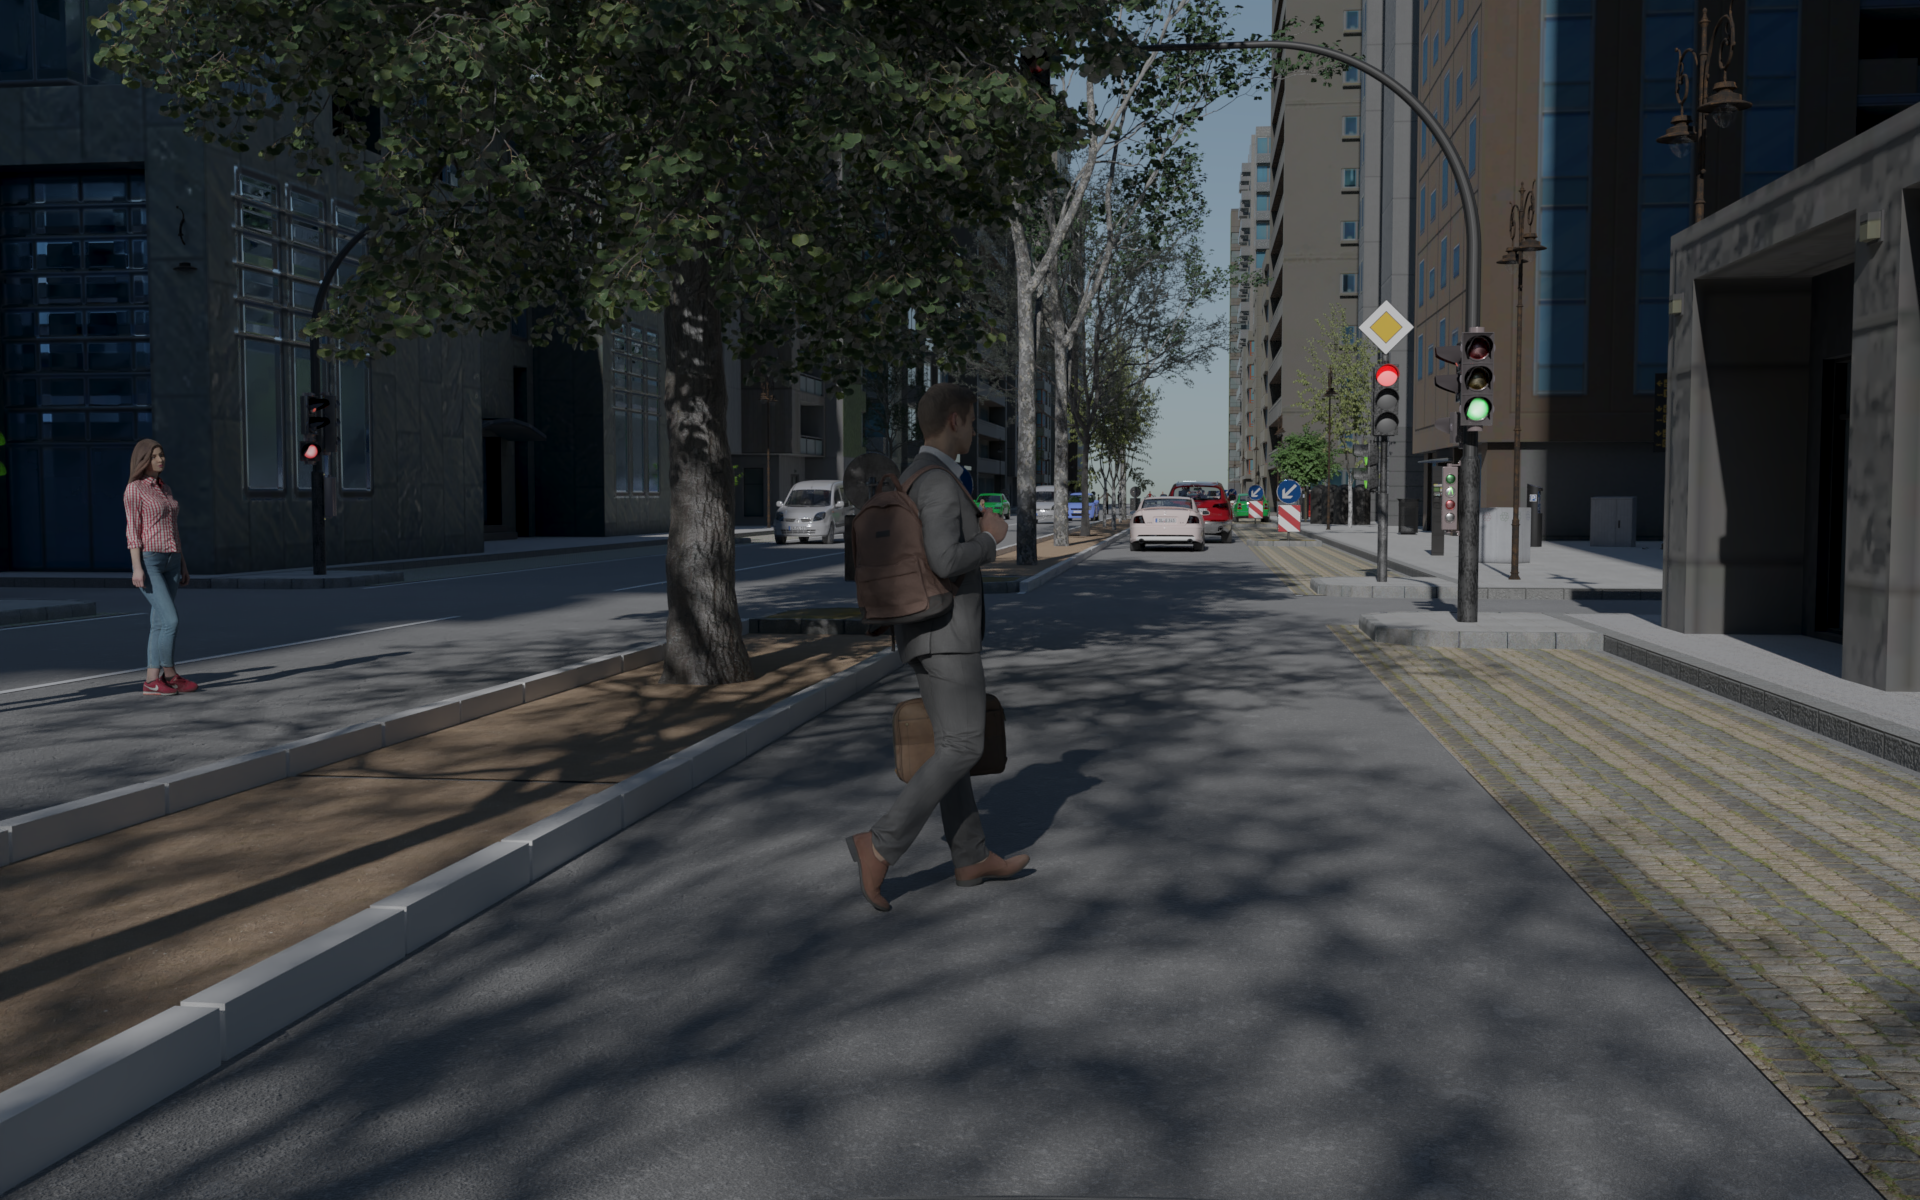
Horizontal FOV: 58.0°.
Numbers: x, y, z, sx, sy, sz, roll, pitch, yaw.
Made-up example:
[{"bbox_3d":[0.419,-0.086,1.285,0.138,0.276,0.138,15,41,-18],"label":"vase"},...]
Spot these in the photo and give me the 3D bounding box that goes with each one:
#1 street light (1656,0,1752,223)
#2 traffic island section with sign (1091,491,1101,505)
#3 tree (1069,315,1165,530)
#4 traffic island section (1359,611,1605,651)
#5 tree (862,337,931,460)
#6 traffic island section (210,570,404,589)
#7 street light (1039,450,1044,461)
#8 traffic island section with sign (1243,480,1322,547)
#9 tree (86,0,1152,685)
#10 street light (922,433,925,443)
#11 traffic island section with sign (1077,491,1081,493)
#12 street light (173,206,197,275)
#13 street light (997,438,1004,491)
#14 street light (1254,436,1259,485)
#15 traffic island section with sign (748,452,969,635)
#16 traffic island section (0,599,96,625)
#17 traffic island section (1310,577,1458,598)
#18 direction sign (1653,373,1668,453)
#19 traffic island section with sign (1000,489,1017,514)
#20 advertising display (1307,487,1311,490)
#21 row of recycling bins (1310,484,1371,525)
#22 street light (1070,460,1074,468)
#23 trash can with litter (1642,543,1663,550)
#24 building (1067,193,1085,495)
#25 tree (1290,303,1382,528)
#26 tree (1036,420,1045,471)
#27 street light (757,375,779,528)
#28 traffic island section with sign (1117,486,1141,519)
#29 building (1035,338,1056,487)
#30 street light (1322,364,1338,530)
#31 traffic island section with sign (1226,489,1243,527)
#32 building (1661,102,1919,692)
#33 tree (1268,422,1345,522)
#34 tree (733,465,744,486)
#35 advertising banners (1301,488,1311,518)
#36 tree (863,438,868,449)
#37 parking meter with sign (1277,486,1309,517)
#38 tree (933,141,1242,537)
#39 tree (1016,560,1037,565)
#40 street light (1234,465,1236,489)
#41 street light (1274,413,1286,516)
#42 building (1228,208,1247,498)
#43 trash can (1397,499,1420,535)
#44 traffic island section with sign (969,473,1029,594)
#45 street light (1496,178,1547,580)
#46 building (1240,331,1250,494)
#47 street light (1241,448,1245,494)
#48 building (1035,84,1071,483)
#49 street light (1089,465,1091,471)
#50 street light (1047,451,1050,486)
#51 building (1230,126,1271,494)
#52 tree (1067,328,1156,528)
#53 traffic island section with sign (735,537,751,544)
[{"bbox_3d":[7.083,-2.683,16.648,0.468,5.910,1.993,0,4,8],"label":"street light"},{"bbox_3d":[18.124,-13.826,234.689,1.989,1.847,2.006,0,4,8],"label":"traffic island section with sign"},{"bbox_3d":[6.145,-7.089,68.727,4.360,8.622,3.978,0,3,0],"label":"tree"},{"bbox_3d":[5.107,0.299,17.398,2.009,0.180,2.903,0,4,8],"label":"traffic island section"},{"bbox_3d":[-3.917,-9.731,93.522,7.601,10.594,8.767,0,4,1],"label":"tree"},{"bbox_3d":[-10.200,-0.322,27.547,2.009,0.180,2.903,0,4,8],"label":"traffic island section"},{"bbox_3d":[8.277,-12.478,176.801,0.468,5.910,1.993,0,4,8],"label":"street light"},{"bbox_3d":[8.965,-2.406,47.971,1.989,1.847,2.006,0,4,8],"label":"traffic island section with sign"},{"bbox_3d":[-1.931,-6.335,12.693,9.857,13.997,8.962,0,3,0],"label":"tree"},{"bbox_3d":[-1.777,-8.012,103.778,0.468,5.910,1.993,0,4,8],"label":"street light"},{"bbox_3d":[14.384,-12.155,207.363,1.989,1.847,2.006,0,4,8],"label":"traffic island section with sign"},{"bbox_3d":[-12.067,-3.385,28.133,0.468,5.910,1.993,0,4,8],"label":"street light"},{"bbox_3d":[3.259,-10.264,140.609,0.468,5.910,1.993,0,4,8],"label":"street light"},{"bbox_3d":[23.717,-10.149,138.721,0.468,5.910,1.993,0,4,8],"label":"street light"},{"bbox_3d":[-1.055,-0.633,18.479,2.006,1.907,1.989,0,4,8],"label":"traffic island section with sign"},{"bbox_3d":[-11.282,0.162,19.635,2.009,0.180,2.903,0,4,8],"label":"traffic island section"},{"bbox_3d":[6.189,-0.185,25.310,2.009,0.180,2.903,0,4,8],"label":"traffic island section"},{"bbox_3d":[13.403,-2.467,32.326,0.876,3.537,0.379,2,4,29],"label":"direction sign"},{"bbox_3d":[3.267,-7.184,126.087,1.989,1.847,2.006,0,4,8],"label":"traffic island section with sign"},{"bbox_3d":[19.973,-5.760,99.390,0.123,1.923,0.974,0,4,1],"label":"advertising display"},{"bbox_3d":[16.062,-4.046,73.271,1.069,1.692,3.534,-2,4,-26],"label":"row of recycling bins"},{"bbox_3d":[14.393,-15.263,222.335,0.468,5.910,1.993,0,4,8],"label":"street light"},{"bbox_3d":[16.749,-1.741,39.527,1.678,1.210,2.233,-3,5,-40],"label":"trash can with litter"},{"bbox_3d":[10.533,-36.620,248.840,14.600,45.320,14.200,0,4,8],"label":"building"},{"bbox_3d":[14.806,-7.066,65.887,4.737,8.622,4.395,0,3,0],"label":"tree"},{"bbox_3d":[6.705,-13.600,172.724,4.737,8.622,4.395,0,3,0],"label":"tree"},{"bbox_3d":[-7.238,-5.666,65.424,0.468,5.910,1.993,0,4,8],"label":"street light"},{"bbox_3d":[10.126,-5.635,100.267,2.006,1.907,1.989,0,4,8],"label":"traffic island section with sign"},{"bbox_3d":[-2.729,-21.790,201.302,27.650,21.520,28.899,0,4,8],"label":"building"},{"bbox_3d":[13.213,-5.455,61.969,0.468,5.910,1.993,0,4,8],"label":"street light"},{"bbox_3d":[12.613,-4.040,74.679,1.989,1.847,2.006,0,4,8],"label":"traffic island section with sign"},{"bbox_3d":[15.467,-34.537,2.938,20.563,71.187,20.611,0,4,8],"label":"building"},{"bbox_3d":[15.746,-5.833,79.076,4.285,4.588,4.351,0,3,0],"label":"tree"},{"bbox_3d":[-8.607,-4.027,60.438,1.663,3.219,1.824,0,3,0],"label":"tree"},{"bbox_3d":[19.220,-6.022,94.653,2.074,3.025,0.090,3,5,42],"label":"advertising banners"},{"bbox_3d":[-5.756,-6.122,83.810,4.285,4.588,4.351,0,3,0],"label":"tree"},{"bbox_3d":[18.571,-6.136,96.582,1.738,3.016,0.543,1,4,10],"label":"parking meter with sign"},{"bbox_3d":[4.229,-8.903,58.393,12.009,13.543,11.850,0,3,0],"label":"tree"},{"bbox_3d":[2.427,-10.689,33.109,12.611,20.169,13.585,0,3,0],"label":"tree"},{"bbox_3d":[34.995,-15.163,220.696,0.468,5.910,1.993,0,4,8],"label":"street light"},{"bbox_3d":[18.841,-7.936,102.541,0.468,5.910,1.993,0,4,8],"label":"street light"},{"bbox_3d":[45.713,-34.567,248.763,14.154,41.232,14.086,0,4,8],"label":"building"},{"bbox_3d":[14.137,-2.628,54.614,0.748,1.137,0.748,0,3,0],"label":"trash can"},{"bbox_3d":[-0.042,-1.081,25.817,2.006,1.907,1.989,0,4,8],"label":"traffic island section with sign"},{"bbox_3d":[8.316,-3.242,25.792,0.468,5.910,1.993,0,4,8],"label":"street light"},{"bbox_3d":[46.127,-21.465,195.986,27.650,21.520,28.899,0,4,8],"label":"building"},{"bbox_3d":[30.134,-12.950,184.515,0.468,5.910,1.993,0,4,8],"label":"street light"},{"bbox_3d":[0.449,-39.128,228.985,28.713,52.752,27.495,0,4,8],"label":"building"},{"bbox_3d":[19.396,-17.487,258.695,0.468,5.910,1.993,0,4,8],"label":"street light"},{"bbox_3d":[9.517,-13.050,186.155,0.468,5.910,1.993,0,4,8],"label":"street light"},{"bbox_3d":[47.598,-37.078,225.832,23.786,49.044,30.456,0,4,8],"label":"building"},{"bbox_3d":[6.984,-7.727,79.162,4.737,8.622,4.395,0,3,0],"label":"tree"},{"bbox_3d":[-7.122,-2.534,50.052,1.989,1.847,2.006,0,4,8],"label":"traffic island section with sign"}]
